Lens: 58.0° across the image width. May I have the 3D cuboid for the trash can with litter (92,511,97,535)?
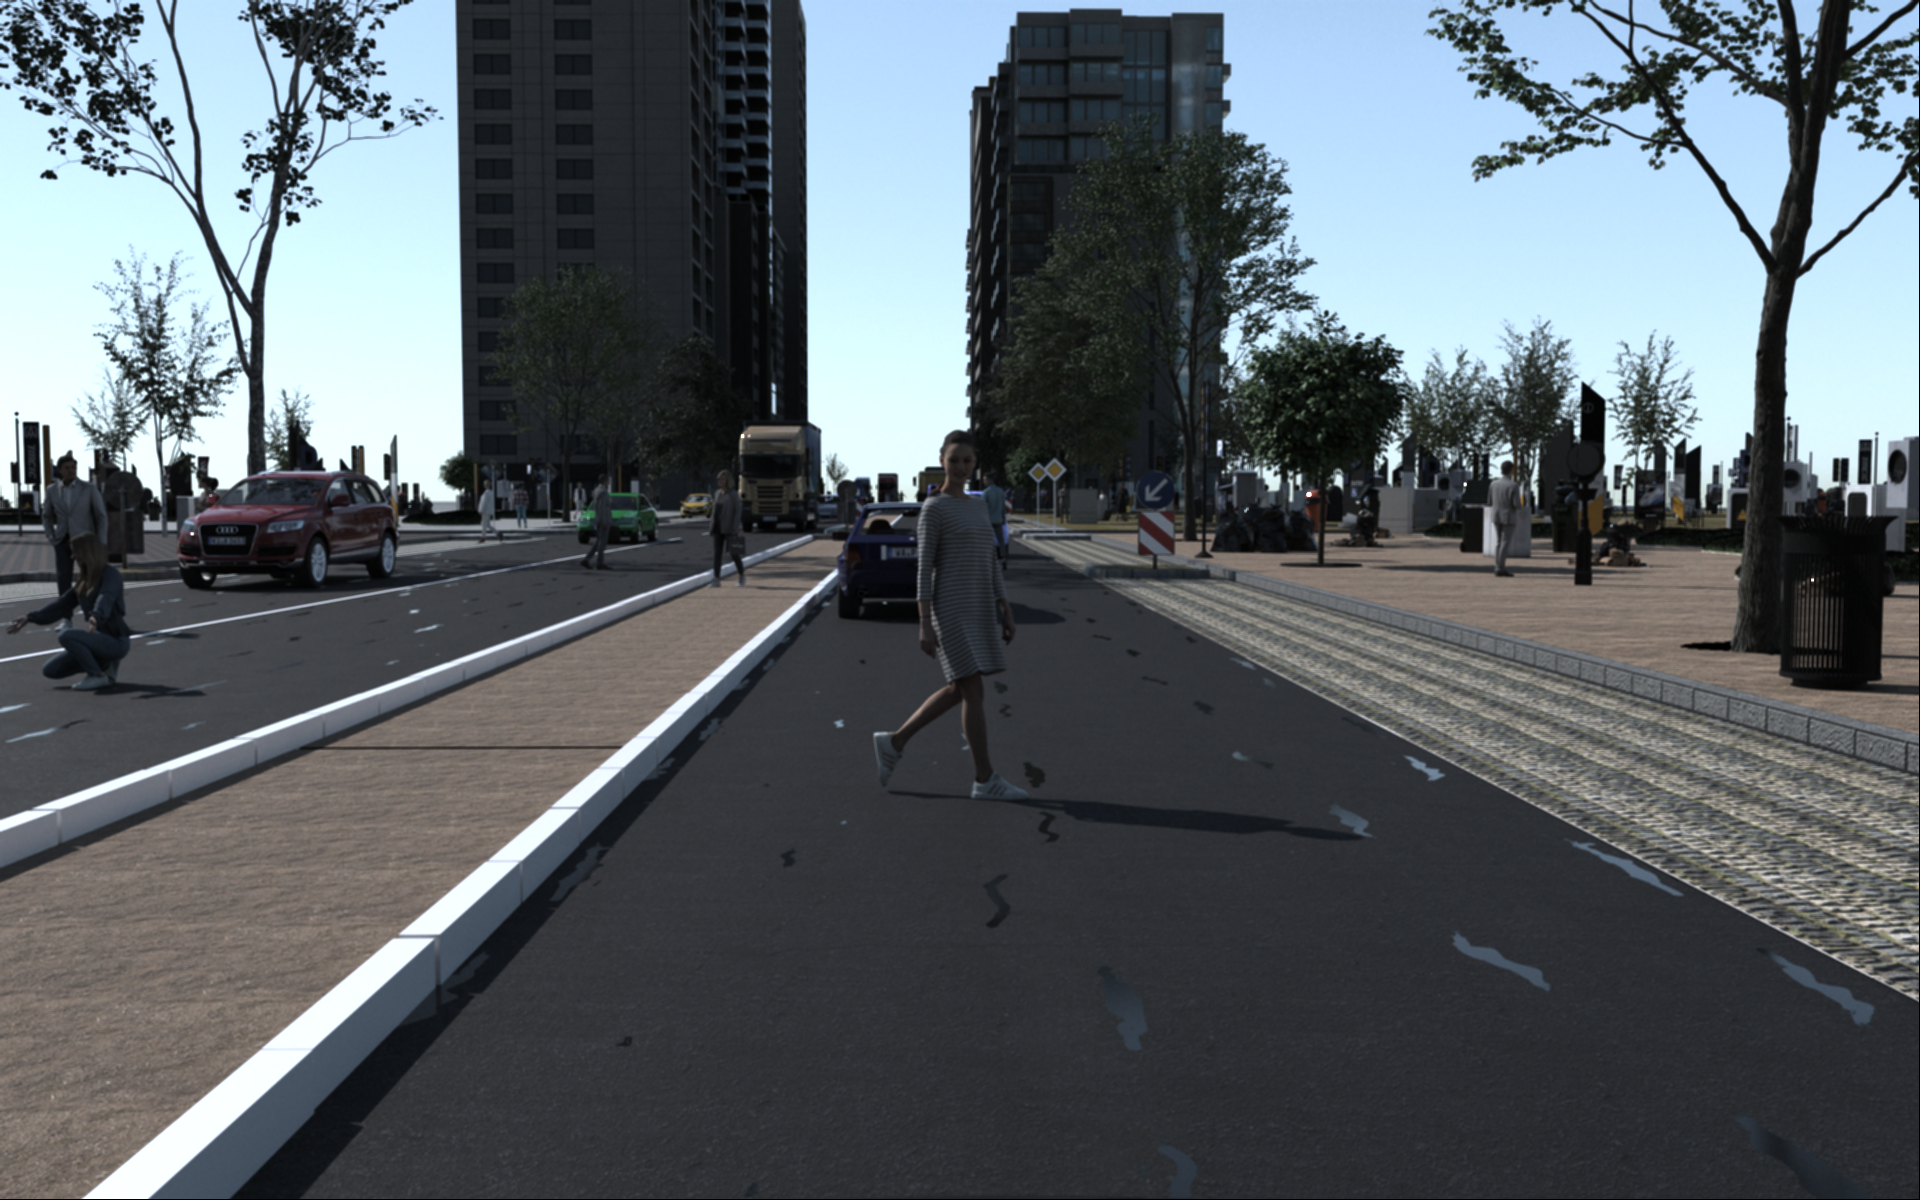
[{"bbox_3d":[-27.231,-2.665,54.967,1.055,1.170,0.624,-1,4,-9],"label":"trash can with litter"}]

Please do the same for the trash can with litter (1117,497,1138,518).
[{"bbox_3d":[9.065,-4.938,91.796,1.678,1.210,2.233,3,5,42],"label":"trash can with litter"}]

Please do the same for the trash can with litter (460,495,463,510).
[{"bbox_3d":[-34.806,-6.789,122.049,1.678,1.210,2.233,1,4,11],"label":"trash can with litter"}]

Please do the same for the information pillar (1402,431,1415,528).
[{"bbox_3d":[16.742,-4.482,64.632,0.504,3.616,0.183,0,4,-7],"label":"information pillar"}]

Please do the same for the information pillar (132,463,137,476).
[{"bbox_3d":[-62.914,-8.602,131.995,0.183,3.616,0.504,0,4,6],"label":"information pillar"}]

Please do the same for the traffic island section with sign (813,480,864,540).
[{"bbox_3d":[-3.628,-2.865,54.978,2.006,1.907,1.989,0,4,-1],"label":"traffic island section with sign"}]

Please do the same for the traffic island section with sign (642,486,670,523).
[{"bbox_3d":[-15.305,-4.671,85.000,1.989,1.847,2.006,0,4,-1],"label":"traffic island section with sign"}]

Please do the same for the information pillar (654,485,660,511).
[{"bbox_3d":[-23.555,-7.956,134.572,0.304,2.012,0.304,-3,5,-40],"label":"information pillar"}]

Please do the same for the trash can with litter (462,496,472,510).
[{"bbox_3d":[-28.185,-5.392,99.551,0.624,1.170,1.055,-3,5,-42],"label":"trash can with litter"}]

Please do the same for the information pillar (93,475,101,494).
[{"bbox_3d":[-33.112,-3.799,66.611,0.304,2.012,0.304,-3,5,-44],"label":"information pillar"}]

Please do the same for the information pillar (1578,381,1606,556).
[{"bbox_3d":[13.042,-2.718,35.795,0.504,3.616,0.183,1,4,20],"label":"information pillar"}]

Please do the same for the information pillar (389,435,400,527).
[{"bbox_3d":[-22.322,-4.709,68.353,0.183,3.616,0.504,-3,5,-40],"label":"information pillar"}]

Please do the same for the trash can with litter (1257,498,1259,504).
[{"bbox_3d":[19.290,-6.130,111.286,1.678,1.210,2.233,0,4,8],"label":"trash can with litter"}]

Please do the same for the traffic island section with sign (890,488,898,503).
[{"bbox_3d":[-5.254,-7.913,137.508,2.006,1.907,1.989,0,4,-1],"label":"traffic island section with sign"}]

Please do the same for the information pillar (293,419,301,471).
[{"bbox_3d":[-20.734,-3.845,54.215,0.183,3.616,0.504,0,4,-7],"label":"information pillar"}]

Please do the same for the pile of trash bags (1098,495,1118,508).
[{"bbox_3d":[10.723,-7.762,136.663,3.447,1.369,1.912,-1,4,-14],"label":"pile of trash bags"}]

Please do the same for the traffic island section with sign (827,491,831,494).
[{"bbox_3d":[-18.460,-14.449,244.873,1.989,1.847,2.006,0,4,-1],"label":"traffic island section with sign"}]

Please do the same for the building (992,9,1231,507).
[{"bbox_3d":[14.639,-34.083,176.865,23.786,49.044,30.456,0,4,-1],"label":"building"}]

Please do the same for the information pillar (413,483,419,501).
[{"bbox_3d":[-36.765,-6.889,117.120,0.304,2.012,0.304,0,4,7],"label":"information pillar"}]

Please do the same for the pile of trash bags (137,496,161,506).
[{"bbox_3d":[-56.622,-6.787,120.716,1.912,1.369,3.447,-1,4,-21],"label":"pile of trash bags"}]

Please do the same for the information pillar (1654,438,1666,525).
[{"bbox_3d":[29.282,-4.964,72.524,0.504,3.616,0.183,0,4,1],"label":"information pillar"}]

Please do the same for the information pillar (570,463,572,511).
[{"bbox_3d":[-29.652,-8.599,131.942,0.183,3.616,0.504,0,4,-7],"label":"information pillar"}]

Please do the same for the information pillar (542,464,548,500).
[{"bbox_3d":[-31.622,-8.602,131.997,0.504,3.616,0.183,0,4,1],"label":"information pillar"}]

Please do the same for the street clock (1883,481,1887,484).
[{"bbox_3d":[53.070,-5.783,99.117,0.358,2.002,0.471,-1,4,-22],"label":"street clock"}]

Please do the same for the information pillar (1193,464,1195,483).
[{"bbox_3d":[16.809,-8.175,125.015,0.183,3.616,0.504,2,4,29],"label":"information pillar"}]

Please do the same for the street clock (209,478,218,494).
[{"bbox_3d":[-33.351,-4.452,77.352,0.471,2.002,0.358,2,4,29],"label":"street clock"}]

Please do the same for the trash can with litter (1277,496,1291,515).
[{"bbox_3d":[20.189,-5.940,108.178,1.678,1.210,2.233,2,4,34],"label":"trash can with litter"}]

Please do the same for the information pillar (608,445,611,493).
[{"bbox_3d":[-16.765,-5.602,82.942,0.183,3.616,0.504,-1,4,-16],"label":"information pillar"}]

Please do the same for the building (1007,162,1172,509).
[{"bbox_3d":[11.104,-23.425,154.692,14.160,30.474,14.107,0,4,-1],"label":"building"}]

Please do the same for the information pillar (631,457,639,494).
[{"bbox_3d":[-20.180,-7.109,107.581,0.504,3.616,0.183,0,4,2],"label":"information pillar"}]

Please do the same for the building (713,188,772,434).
[{"bbox_3d":[-25.663,-24.085,165.489,14.160,30.474,14.107,0,4,-1],"label":"building"}]

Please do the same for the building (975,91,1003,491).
[{"bbox_3d":[12.694,-35.421,202.827,21.300,48.544,21.600,0,4,-1],"label":"building"}]

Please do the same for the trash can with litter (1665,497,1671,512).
[{"bbox_3d":[51.317,-6.944,124.586,1.678,1.210,2.233,1,4,20],"label":"trash can with litter"}]

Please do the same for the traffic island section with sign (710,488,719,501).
[{"bbox_3d":[-15.844,-6.342,112.320,1.989,1.847,2.006,0,4,-1],"label":"traffic island section with sign"}]

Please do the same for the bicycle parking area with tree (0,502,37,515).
[{"bbox_3d":[-47.023,-5.618,78.852,9.016,4.147,8.231,1,4,15],"label":"bicycle parking area with tree"}]

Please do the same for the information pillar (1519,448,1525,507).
[{"bbox_3d":[28.800,-5.960,88.800,0.183,3.616,0.504,0,4,-6],"label":"information pillar"}]

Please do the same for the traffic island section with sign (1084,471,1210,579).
[{"bbox_3d":[3.198,-1.313,30.094,1.989,1.847,2.006,0,4,-1],"label":"traffic island section with sign"}]

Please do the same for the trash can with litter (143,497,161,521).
[{"bbox_3d":[-38.414,-4.319,81.999,1.055,1.170,0.624,-2,4,-28],"label":"trash can with litter"}]

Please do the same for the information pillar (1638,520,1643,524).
[{"bbox_3d":[29.722,-4.337,75.397,0.304,2.012,0.304,2,4,30],"label":"information pillar"}]

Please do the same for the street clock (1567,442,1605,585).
[{"bbox_3d":[8.796,-1.212,24.384,0.471,2.002,0.358,3,4,36],"label":"street clock"}]

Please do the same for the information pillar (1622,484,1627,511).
[{"bbox_3d":[50.772,-7.823,132.390,0.304,2.012,0.304,1,4,23],"label":"information pillar"}]

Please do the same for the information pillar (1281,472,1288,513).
[{"bbox_3d":[22.507,-7.876,120.123,0.504,3.616,0.183,0,4,-2],"label":"information pillar"}]

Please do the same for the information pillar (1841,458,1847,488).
[{"bbox_3d":[57.037,-7.367,111.806,0.504,3.616,0.183,-1,4,-21],"label":"information pillar"}]

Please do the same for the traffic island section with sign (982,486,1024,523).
[{"bbox_3d":[2.113,-4.696,85.414,1.989,1.847,2.006,0,4,-1],"label":"traffic island section with sign"}]

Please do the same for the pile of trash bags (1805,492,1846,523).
[{"bbox_3d":[37.667,-4.029,75.629,1.912,1.369,3.447,2,4,26],"label":"pile of trash bags"}]

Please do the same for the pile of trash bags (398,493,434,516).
[{"bbox_3d":[-32.264,-5.625,101.718,1.912,1.369,3.447,-3,5,-40],"label":"pile of trash bags"}]

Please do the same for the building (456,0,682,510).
[{"bbox_3d":[-29.476,-43.300,146.205,20.563,71.187,20.611,0,4,-1],"label":"building"}]

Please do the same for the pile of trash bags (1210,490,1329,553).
[{"bbox_3d":[7.249,-1.789,38.995,1.912,1.369,3.447,3,5,43],"label":"pile of trash bags"}]

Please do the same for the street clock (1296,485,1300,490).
[{"bbox_3d":[26.695,-8.108,137.142,0.358,2.002,0.471,-1,4,-13],"label":"street clock"}]

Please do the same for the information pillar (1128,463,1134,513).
[{"bbox_3d":[11.717,-7.805,118.968,0.504,3.616,0.183,-2,4,-27],"label":"information pillar"}]

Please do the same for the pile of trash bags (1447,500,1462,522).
[{"bbox_3d":[24.036,-4.336,80.641,1.912,1.369,3.447,3,4,38],"label":"pile of trash bags"}]

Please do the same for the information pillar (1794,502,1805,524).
[{"bbox_3d":[35.068,-4.148,72.314,0.304,2.012,0.304,-3,4,-36],"label":"information pillar"}]

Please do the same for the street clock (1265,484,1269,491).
[{"bbox_3d":[23.005,-7.702,130.500,0.358,2.002,0.471,-3,4,-38],"label":"street clock"}]

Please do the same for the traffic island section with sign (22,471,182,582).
[{"bbox_3d":[-14.209,-1.243,28.955,1.989,1.847,2.006,0,4,-1],"label":"traffic island section with sign"}]

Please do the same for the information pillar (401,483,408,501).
[{"bbox_3d":[-36.291,-6.650,113.215,0.304,2.012,0.304,1,4,16],"label":"information pillar"}]

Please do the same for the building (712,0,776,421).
[{"bbox_3d":[-30.528,-53.427,186.199,22.319,86.520,31.000,0,4,-1],"label":"building"}]

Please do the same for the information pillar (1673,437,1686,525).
[{"bbox_3d":[29.842,-4.920,71.803,0.183,3.616,0.504,-2,4,-34],"label":"information pillar"}]

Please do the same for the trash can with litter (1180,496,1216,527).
[{"bbox_3d":[9.458,-3.425,67.051,2.233,1.210,1.678,1,4,13],"label":"trash can with litter"}]
